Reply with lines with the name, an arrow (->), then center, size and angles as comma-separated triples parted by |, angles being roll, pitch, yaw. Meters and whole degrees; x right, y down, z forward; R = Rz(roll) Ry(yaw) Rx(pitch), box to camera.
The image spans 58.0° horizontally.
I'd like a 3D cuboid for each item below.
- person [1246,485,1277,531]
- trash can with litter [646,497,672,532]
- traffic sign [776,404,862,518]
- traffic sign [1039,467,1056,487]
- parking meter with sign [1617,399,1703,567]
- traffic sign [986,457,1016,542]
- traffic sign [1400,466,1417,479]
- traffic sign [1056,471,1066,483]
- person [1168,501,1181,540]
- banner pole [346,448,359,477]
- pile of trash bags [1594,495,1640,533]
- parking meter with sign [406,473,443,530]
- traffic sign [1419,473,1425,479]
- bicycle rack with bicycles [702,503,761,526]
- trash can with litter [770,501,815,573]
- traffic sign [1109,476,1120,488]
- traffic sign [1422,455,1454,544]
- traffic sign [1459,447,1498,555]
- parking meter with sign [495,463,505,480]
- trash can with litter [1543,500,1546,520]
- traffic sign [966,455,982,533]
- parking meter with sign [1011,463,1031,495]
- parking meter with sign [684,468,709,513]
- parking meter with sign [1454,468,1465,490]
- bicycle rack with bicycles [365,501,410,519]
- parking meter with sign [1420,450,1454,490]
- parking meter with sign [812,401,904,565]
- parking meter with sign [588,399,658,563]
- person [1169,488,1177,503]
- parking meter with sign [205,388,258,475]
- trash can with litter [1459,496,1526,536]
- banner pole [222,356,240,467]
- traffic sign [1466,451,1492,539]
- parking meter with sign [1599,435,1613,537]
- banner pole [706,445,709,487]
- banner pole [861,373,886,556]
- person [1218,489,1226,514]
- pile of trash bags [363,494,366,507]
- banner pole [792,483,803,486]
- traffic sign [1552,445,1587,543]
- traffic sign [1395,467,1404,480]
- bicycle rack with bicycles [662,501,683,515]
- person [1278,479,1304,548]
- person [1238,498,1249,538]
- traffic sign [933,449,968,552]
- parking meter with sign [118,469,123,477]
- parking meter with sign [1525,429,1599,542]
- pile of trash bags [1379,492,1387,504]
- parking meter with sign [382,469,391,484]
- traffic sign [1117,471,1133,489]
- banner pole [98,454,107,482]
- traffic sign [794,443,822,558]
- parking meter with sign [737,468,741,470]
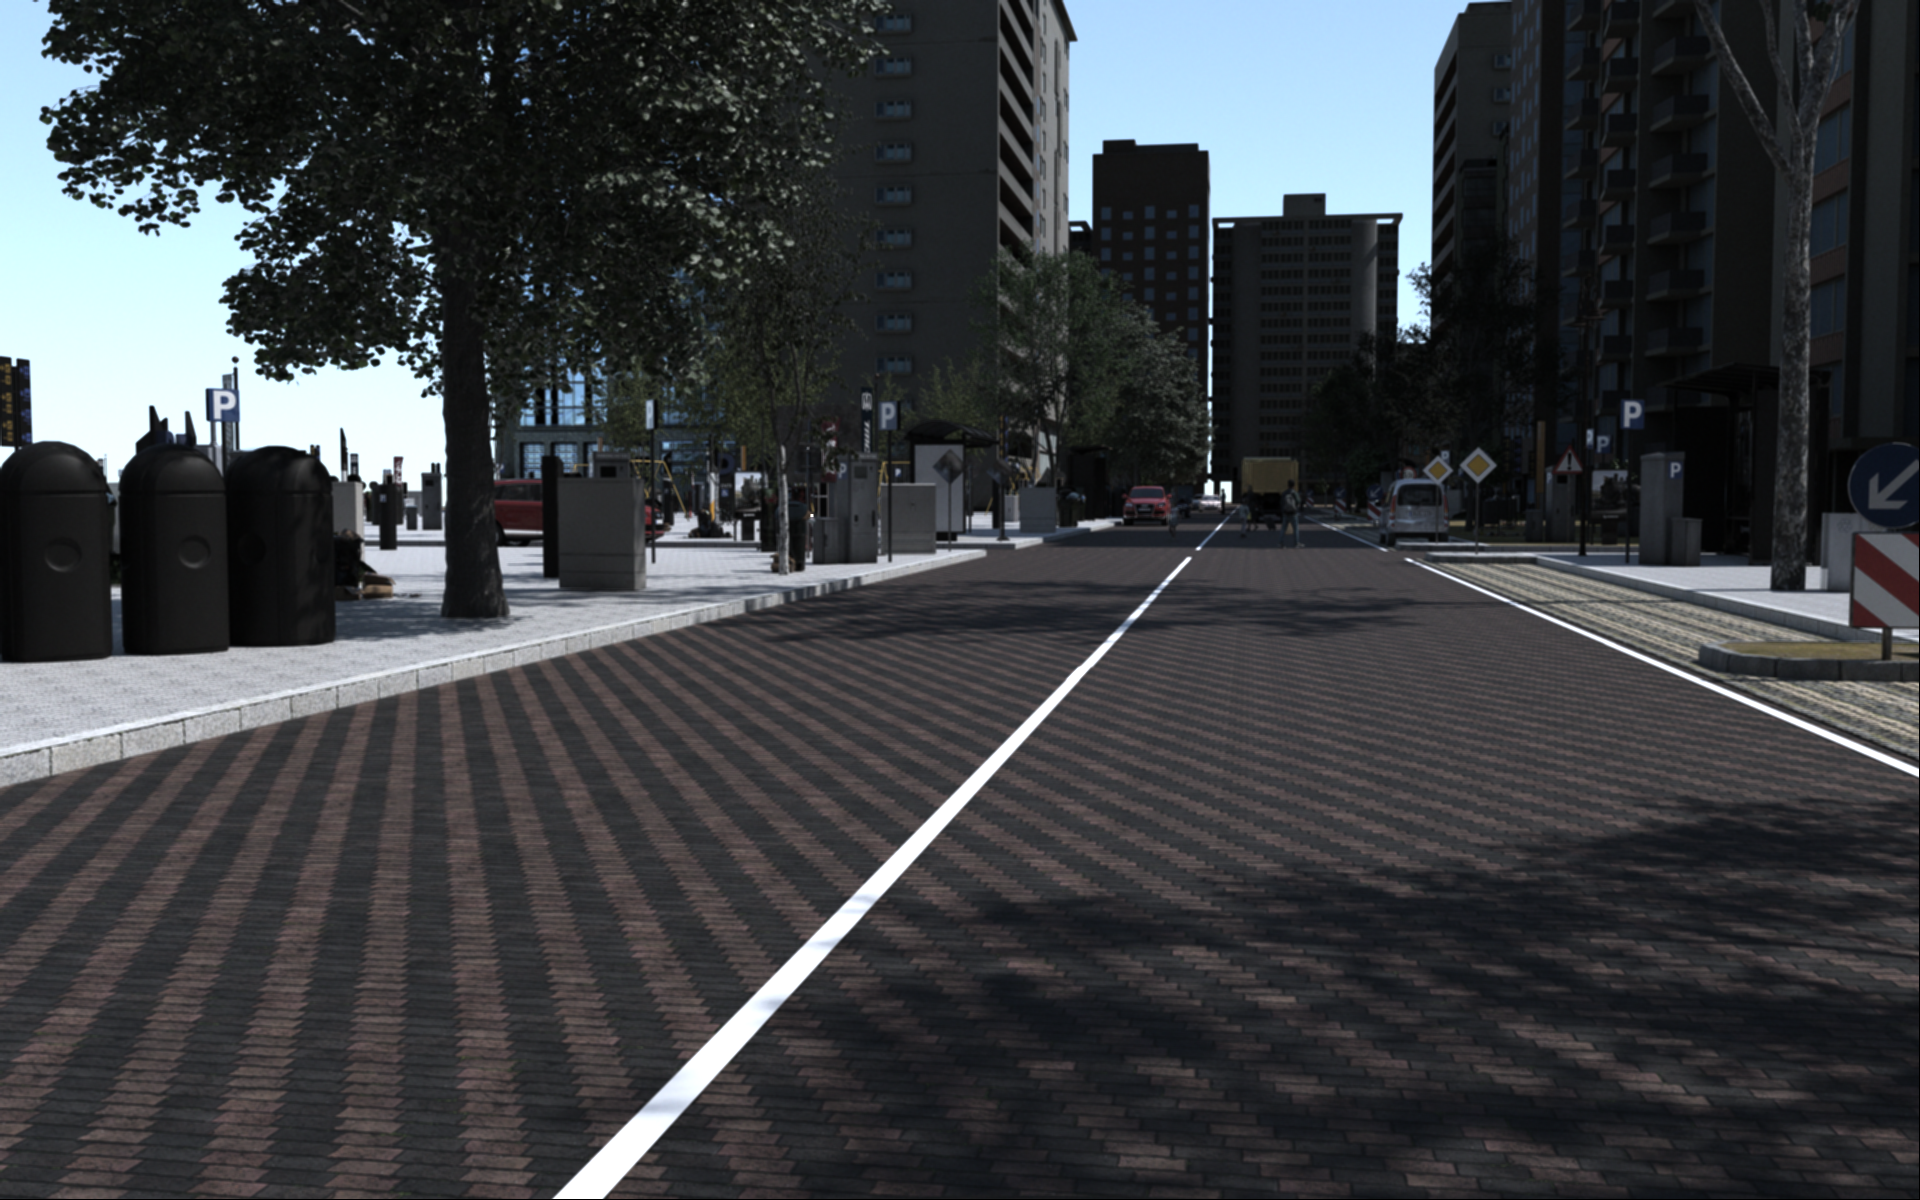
person -> 11.778, -3.638, 68.196 | 1.509, 1.804, 0.699 | -1, 4, -19
trash can with litter -> -10.338, -2.915, 59.054 | 0.624, 1.170, 1.055 | 2, 4, 25
traffic sign -> -3.125, -2.784, 39.390 | 2.265, 3.308, 0.079 | 1, 4, 17
traffic sign -> 4.143, -5.009, 81.908 | 0.884, 2.594, 0.081 | 1, 4, 17
parking meter with sign -> 12.660, -2.141, 31.267 | 0.543, 3.016, 1.738 | -1, 4, -20
traffic sign -> 1.095, -2.618, 46.453 | 0.795, 2.450, 0.064 | 1, 4, 9
traffic sign -> 20.670, -4.881, 79.910 | 0.768, 2.556, 0.104 | 1, 4, 13
traffic sign -> 5.615, -5.964, 97.614 | 0.768, 2.556, 0.104 | 1, 4, 15
person -> 6.697, -2.459, 53.719 | 0.382, 1.210, 0.505 | -3, 4, -39
banner pole -> -32.996, -6.358, 93.972 | 0.863, 3.779, 0.401 | -3, 5, -44
pile of trash bags -> 21.846, -2.810, 55.698 | 1.912, 1.369, 3.447 | -3, 5, -42
parking meter with sign -> -18.890, -4.015, 61.904 | 1.738, 3.016, 0.543 | -1, 4, -13
traffic sign -> 26.654, -6.094, 99.636 | 0.884, 2.594, 0.081 | 1, 4, 18
bicycle rack with bicycles -> -9.402, -3.558, 71.558 | 2.852, 0.926, 2.925 | -1, 4, -17
trash can with litter -> -2.778, -1.050, 28.560 | 0.624, 1.170, 1.055 | 0, 4, 6
traffic sign -> 10.706, -7.333, 120.003 | 0.768, 2.556, 0.104 | 1, 4, 12
traffic sign -> 12.280, -2.503, 44.563 | 0.795, 2.450, 0.064 | 1, 4, 9
traffic sign -> 10.959, -2.021, 36.687 | 0.795, 2.450, 0.064 | 1, 4, 9
parking meter with sign -> -25.862, -6.197, 97.577 | 0.543, 3.016, 1.738 | -1, 4, -18
trash can with litter -> 29.071, -4.564, 86.003 | 0.624, 1.170, 1.055 | -2, 4, -29
traffic sign -> 0.329, -3.479, 56.987 | 0.768, 2.556, 0.104 | 1, 4, 19
parking meter with sign -> 3.633, -6.082, 95.700 | 0.543, 3.016, 1.738 | -3, 5, -42
parking meter with sign -> -17.441, -7.292, 115.490 | 1.738, 3.016, 0.543 | 1, 4, 9
parking meter with sign -> 32.831, -7.302, 115.649 | 1.738, 3.016, 0.543 | -2, 4, -27
bicycle rack with bicycles -> -29.186, -4.582, 88.293 | 2.852, 0.926, 2.925 | 0, 4, 4
parking meter with sign -> 18.629, -4.431, 68.704 | 1.738, 3.016, 0.543 | -2, 4, -27
parking meter with sign -> -1.932, -2.185, 31.992 | 1.738, 3.016, 0.543 | -3, 5, -42
parking meter with sign -> -6.432, -2.167, 31.690 | 1.738, 3.016, 0.543 | -2, 4, -25
person -> 12.402, -5.672, 101.417 | 0.728, 1.800, 0.709 | -2, 4, -33
parking meter with sign -> -11.542, -1.954, 28.208 | 1.738, 3.016, 0.543 | 3, 4, 38
trash can with litter -> 16.618, -2.567, 53.027 | 2.233, 1.210, 1.678 | 2, 4, 30
banner pole -> -13.309, -2.549, 31.698 | 0.401, 3.779, 0.863 | -3, 5, -44
traffic sign -> 14.919, -3.045, 49.890 | 0.768, 2.556, 0.104 | 1, 4, 16
parking meter with sign -> 19.713, -3.395, 51.767 | 1.738, 3.016, 0.543 | -2, 4, -35
banner pole -> -11.181, -5.342, 77.358 | 0.401, 3.779, 0.863 | 1, 4, 15
banner pole -> -1.841, -2.803, 35.838 | 0.401, 3.779, 0.863 | 2, 4, 27
person -> 18.727, -7.035, 123.513 | 0.705, 1.826, 1.348 | 2, 4, 26
pile of trash bags -> -35.773, -5.586, 101.089 | 1.912, 1.369, 3.447 | 3, 4, 38
banner pole -> -8.907, -6.365, 94.088 | 0.863, 3.779, 0.401 | 1, 4, 21
traffic sign -> 15.976, -2.780, 45.451 | 0.884, 2.594, 0.081 | 1, 4, 15
traffic sign -> 20.768, -4.955, 81.127 | 0.768, 2.556, 0.104 | 1, 4, 15
bicycle rack with bicycles -> -18.438, -5.808, 108.339 | 2.852, 0.926, 2.925 | -1, 4, -14
person -> 8.663, -2.268, 45.568 | 0.713, 1.824, 0.794 | -2, 4, -25
person -> 9.355, -2.705, 57.006 | 0.425, 1.301, 0.394 | 2, 4, 31
traffic sign -> -0.226, -2.137, 38.577 | 0.795, 2.450, 0.064 | 1, 4, 9
parking meter with sign -> -58.952, -7.617, 120.799 | 0.543, 3.016, 1.738 | 1, 4, 11
parking meter with sign -> 16.043, -3.061, 46.303 | 1.738, 3.016, 0.543 | 0, 4, -8
pile of trash bags -> 23.240, -5.130, 93.620 | 1.912, 1.369, 3.447 | 1, 4, 22
parking meter with sign -> -40.506, -7.704, 122.222 | 0.543, 3.016, 1.738 | -2, 4, -26
traffic sign -> 9.270, -5.960, 97.444 | 0.884, 2.594, 0.081 | 1, 4, 16
banner pole -> -53.307, -7.203, 107.786 | 0.401, 3.779, 0.863 | 1, 4, 19
traffic sign -> -3.032, -1.983, 34.555 | 0.606, 2.300, 0.079 | 1, 4, 16
parking meter with sign -> -14.942, -7.307, 115.733 | 0.543, 3.016, 1.738 | -1, 4, -14
